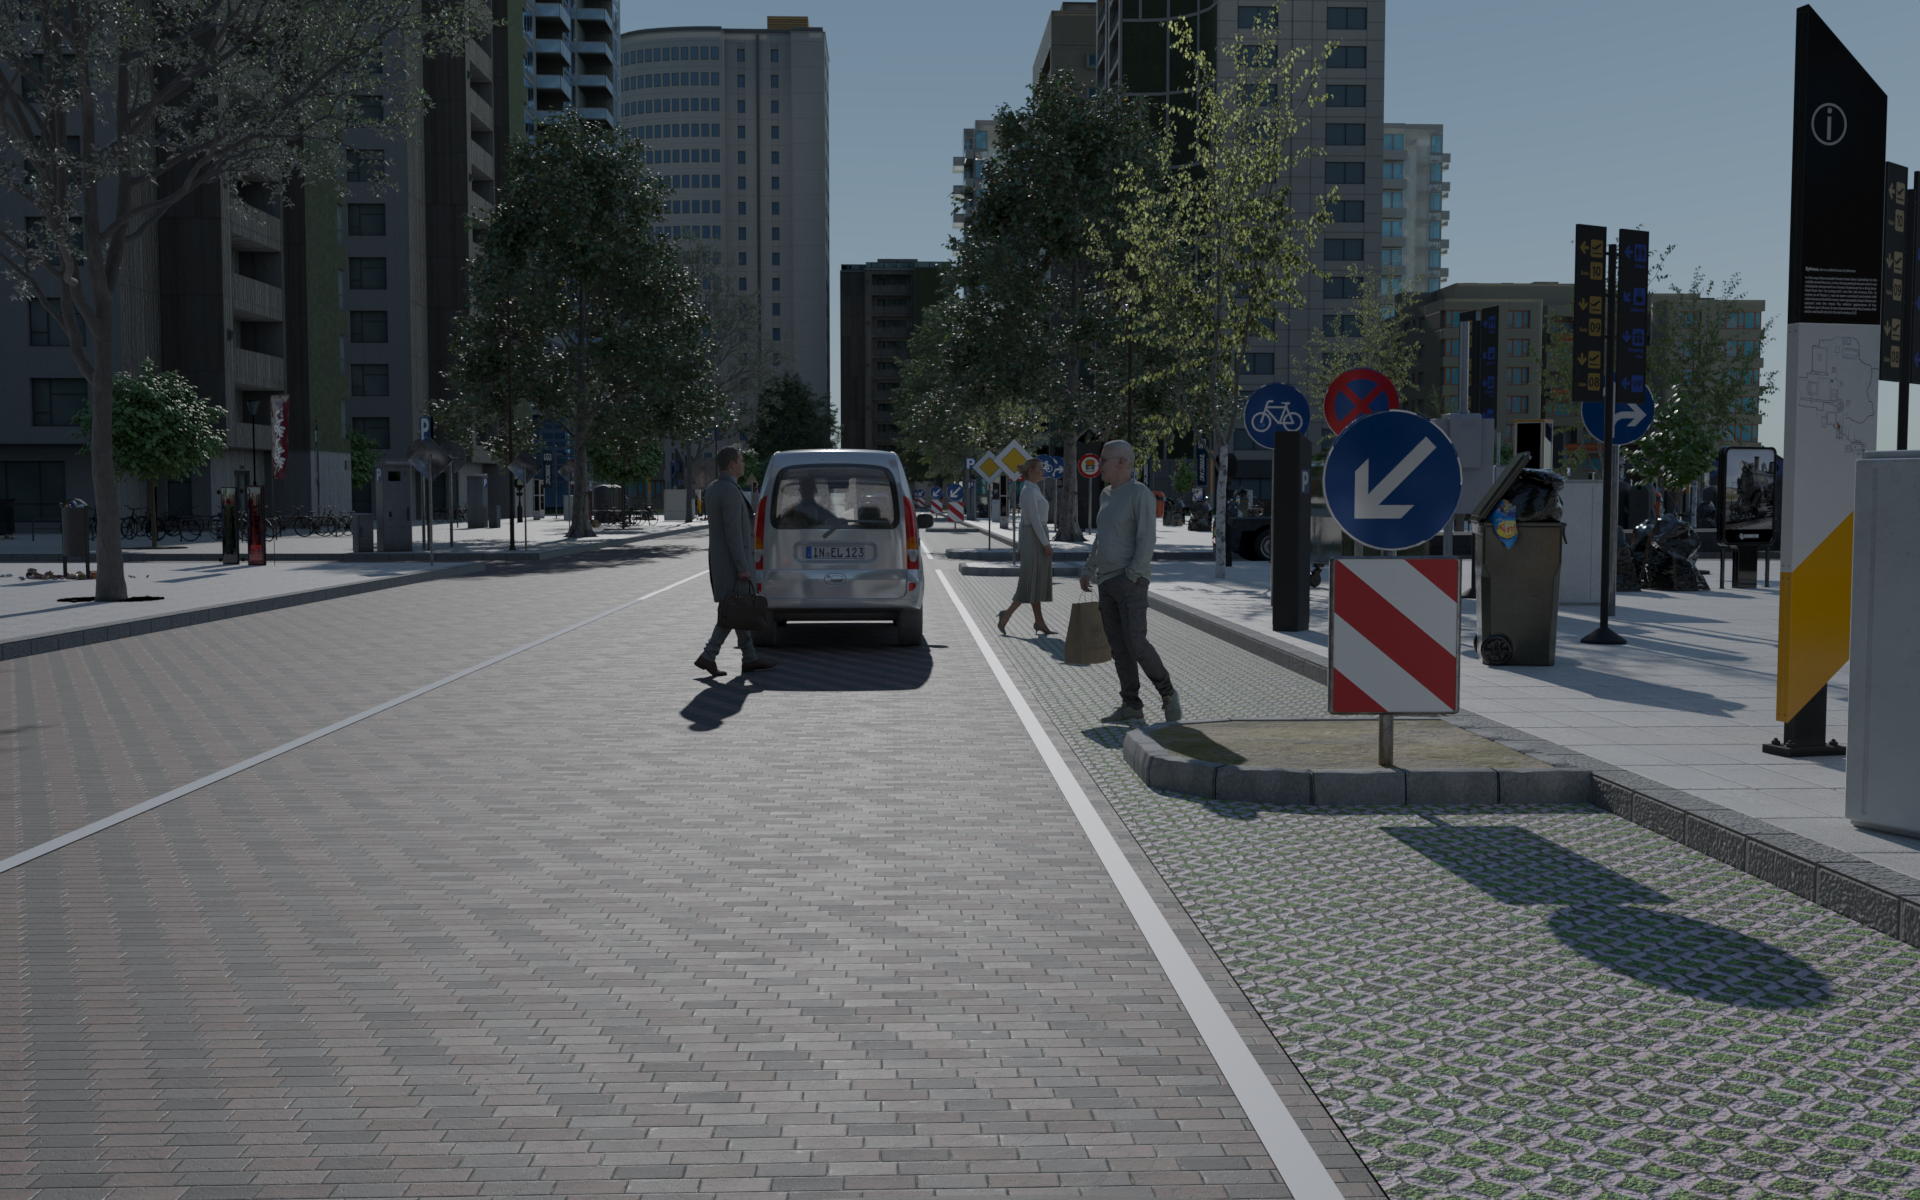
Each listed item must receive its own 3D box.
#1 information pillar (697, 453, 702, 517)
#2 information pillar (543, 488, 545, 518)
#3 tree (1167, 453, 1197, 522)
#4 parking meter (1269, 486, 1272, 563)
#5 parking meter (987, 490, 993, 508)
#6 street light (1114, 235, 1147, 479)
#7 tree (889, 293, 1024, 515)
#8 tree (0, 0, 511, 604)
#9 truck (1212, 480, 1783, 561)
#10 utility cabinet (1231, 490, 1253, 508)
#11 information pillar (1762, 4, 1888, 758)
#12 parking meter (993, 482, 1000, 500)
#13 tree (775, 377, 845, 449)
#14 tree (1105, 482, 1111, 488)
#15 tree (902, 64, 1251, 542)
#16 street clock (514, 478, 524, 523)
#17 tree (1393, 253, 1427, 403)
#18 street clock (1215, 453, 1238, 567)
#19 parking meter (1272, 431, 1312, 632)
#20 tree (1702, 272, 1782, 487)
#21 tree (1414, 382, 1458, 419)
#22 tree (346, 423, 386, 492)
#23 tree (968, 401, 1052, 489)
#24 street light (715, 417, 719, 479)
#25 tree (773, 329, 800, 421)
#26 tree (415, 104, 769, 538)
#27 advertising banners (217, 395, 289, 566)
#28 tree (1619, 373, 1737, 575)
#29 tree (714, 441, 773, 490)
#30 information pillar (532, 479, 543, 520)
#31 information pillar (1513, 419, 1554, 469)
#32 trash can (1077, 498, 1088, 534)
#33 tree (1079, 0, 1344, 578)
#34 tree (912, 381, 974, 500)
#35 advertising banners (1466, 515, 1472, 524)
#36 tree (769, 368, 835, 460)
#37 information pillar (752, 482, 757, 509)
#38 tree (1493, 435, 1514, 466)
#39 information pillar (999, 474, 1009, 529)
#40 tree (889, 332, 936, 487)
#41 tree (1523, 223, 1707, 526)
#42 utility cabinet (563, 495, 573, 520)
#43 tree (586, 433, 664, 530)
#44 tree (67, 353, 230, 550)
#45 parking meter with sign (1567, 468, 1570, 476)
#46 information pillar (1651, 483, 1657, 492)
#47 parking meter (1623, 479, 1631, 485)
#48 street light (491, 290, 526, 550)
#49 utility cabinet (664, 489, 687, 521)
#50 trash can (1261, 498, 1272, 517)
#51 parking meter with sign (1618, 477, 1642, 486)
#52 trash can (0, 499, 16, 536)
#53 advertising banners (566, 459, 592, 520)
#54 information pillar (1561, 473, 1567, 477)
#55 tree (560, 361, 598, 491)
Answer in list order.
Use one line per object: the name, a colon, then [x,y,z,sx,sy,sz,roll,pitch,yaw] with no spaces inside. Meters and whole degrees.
information pillar: [-14.798,-6.537,98.236,0.183,3.616,0.504,-2,4,-24]
information pillar: [-22.040,-5.290,90.986,0.304,2.012,0.304,3,4,38]
tree: [10.407,-5.256,80.536,1.663,3.219,1.824,0,3,0]
parking meter: [5.942,-1.453,32.173,0.372,1.533,0.369,0,3,0]
parking meter: [1.928,-6.247,110.543,0.372,1.533,0.369,0,3,0]
street light: [3.040,-3.561,31.002,0.468,5.910,1.993,0,4,-2]
tree: [0.398,-12.326,108.185,9.857,13.997,8.962,0,3,0]
tree: [-10.327,-6.728,20.381,12.009,13.543,11.850,0,3,0]
truck: [14.735,-2.799,35.525,18.799,4.110,2.967,0,4,0]
utility cabinet: [15.487,-5.296,95.270,1.173,1.500,0.318,1,4,15]
information pillar: [4.249,-1.046,8.464,0.504,3.616,0.183,-1,4,-14]
parking meter: [1.770,-4.682,82.270,0.399,1.863,0.255,1,4,23]
tree: [-17.092,-17.134,186.788,9.857,13.997,8.962,0,3,0]
tree: [8.887,-6.352,98.457,1.663,3.219,1.824,0,3,0]
tree: [3.067,-7.919,46.488,9.611,12.733,9.660,0,3,0]
street clock: [-19.781,-4.479,77.803,0.358,2.002,0.471,2,4,33]
tree: [12.506,-6.310,53.537,4.360,8.622,3.978,0,3,0]
street clock: [4.695,-1.593,30.620,0.358,2.002,0.471,-1,4,-17]
parking meter: [3.120,-0.646,16.270,0.255,1.863,0.399,2,4,31]
tree: [24.425,-6.512,56.830,4.737,8.622,4.395,0,3,0]
tree: [31.730,-9.960,113.202,4.737,8.622,4.395,0,3,0]
tree: [-27.626,-5.773,78.106,4.285,4.588,4.351,0,3,0]
tree: [1.694,-8.437,88.300,4.360,8.622,3.978,0,3,0]
street light: [-12.156,-6.949,86.407,0.468,5.910,1.993,0,4,-2]
tree: [-12.188,-10.263,78.170,12.009,13.543,11.850,0,3,0]
tree: [-11.192,-8.212,51.277,9.611,12.733,9.660,0,3,0]
advertising banners: [-12.664,-2.134,31.075,2.074,3.025,0.090,2,4,32]
tree: [11.454,-2.042,27.981,1.663,3.219,1.824,0,3,0]
tree: [-13.874,-7.556,107.256,4.285,4.588,4.351,0,3,0]
information pillar: [-20.824,-4.932,85.135,0.304,2.012,0.304,-1,4,-22]
information pillar: [5.674,-0.777,17.192,0.304,2.012,0.304,2,4,35]
trash can: [3.788,-2.737,56.398,0.748,1.137,0.748,0,3,0]
tree: [3.945,-4.651,26.410,4.360,8.622,3.978,0,3,0]
tree: [-1.533,-15.873,177.655,7.486,12.596,7.792,0,3,0]
advertising banners: [22.358,-4.846,75.425,2.074,3.025,0.090,-3,5,-41]
tree: [-15.974,-14.728,157.803,9.611,12.733,9.660,0,3,0]
information pillar: [-12.143,-5.984,102.322,0.304,2.012,0.304,-1,4,-13]
tree: [29.705,-6.853,95.758,4.285,4.588,4.351,0,3,0]
information pillar: [1.638,-3.656,64.270,0.304,2.012,0.304,1,4,12]
tree: [-1.745,-20.600,192.705,12.611,20.169,13.585,0,3,0]
tree: [17.831,-5.970,47.980,4.737,8.622,4.395,0,3,0]
utility cabinet: [-18.862,-4.500,84.733,1.020,1.237,0.306,-1,4,-21]
tree: [-12.125,-4.813,62.403,4.285,4.588,4.351,0,3,0]
tree: [-19.021,-3.482,40.647,4.285,4.588,4.351,0,3,0]
parking meter with sign: [39.391,-7.227,114.416,0.543,3.016,1.738,-2,4,-32]
information pillar: [30.009,-4.321,75.145,0.304,2.012,0.304,-2,4,-26]
parking meter: [25.769,-3.745,66.939,0.255,1.863,0.399,2,4,26]
street light: [-10.226,-4.074,39.393,0.468,5.910,1.993,0,4,-2]
utility cabinet: [-13.374,-4.471,81.781,1.173,1.500,0.318,-2,4,-24]
trash can: [10.293,-2.775,57.031,0.748,1.137,0.748,0,3,0]
parking meter with sign: [33.858,-5.629,88.300,1.738,3.016,0.543,2,4,29]
trash can: [-29.682,-2.575,53.748,0.748,1.137,0.748,0,3,0]
advertising banners: [-18.707,-5.551,86.952,2.074,3.025,0.090,0,4,-4]
information pillar: [20.851,-3.400,60.084,0.304,2.012,0.304,3,4,37]
tree: [-20.055,-8.810,94.404,4.737,8.622,4.395,0,3,0]
